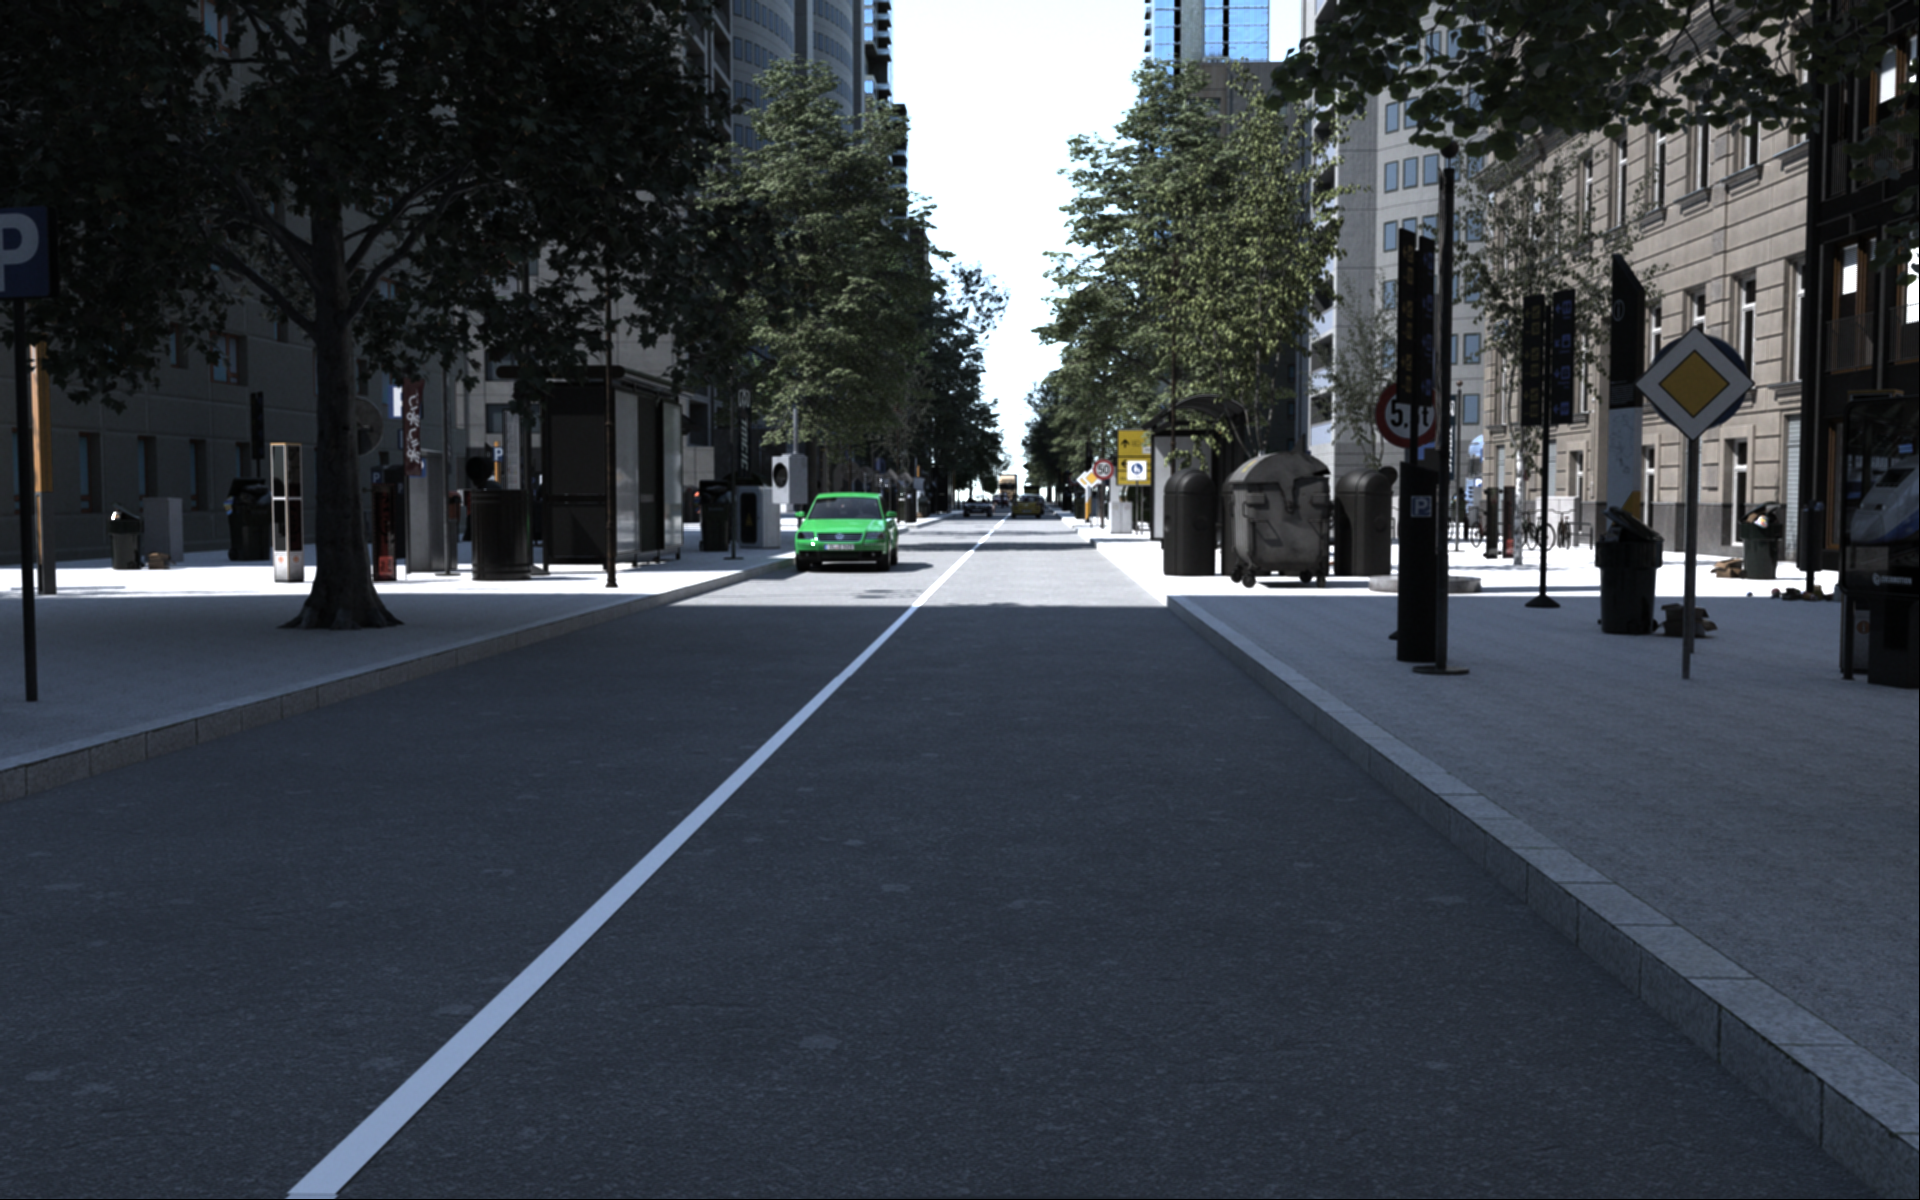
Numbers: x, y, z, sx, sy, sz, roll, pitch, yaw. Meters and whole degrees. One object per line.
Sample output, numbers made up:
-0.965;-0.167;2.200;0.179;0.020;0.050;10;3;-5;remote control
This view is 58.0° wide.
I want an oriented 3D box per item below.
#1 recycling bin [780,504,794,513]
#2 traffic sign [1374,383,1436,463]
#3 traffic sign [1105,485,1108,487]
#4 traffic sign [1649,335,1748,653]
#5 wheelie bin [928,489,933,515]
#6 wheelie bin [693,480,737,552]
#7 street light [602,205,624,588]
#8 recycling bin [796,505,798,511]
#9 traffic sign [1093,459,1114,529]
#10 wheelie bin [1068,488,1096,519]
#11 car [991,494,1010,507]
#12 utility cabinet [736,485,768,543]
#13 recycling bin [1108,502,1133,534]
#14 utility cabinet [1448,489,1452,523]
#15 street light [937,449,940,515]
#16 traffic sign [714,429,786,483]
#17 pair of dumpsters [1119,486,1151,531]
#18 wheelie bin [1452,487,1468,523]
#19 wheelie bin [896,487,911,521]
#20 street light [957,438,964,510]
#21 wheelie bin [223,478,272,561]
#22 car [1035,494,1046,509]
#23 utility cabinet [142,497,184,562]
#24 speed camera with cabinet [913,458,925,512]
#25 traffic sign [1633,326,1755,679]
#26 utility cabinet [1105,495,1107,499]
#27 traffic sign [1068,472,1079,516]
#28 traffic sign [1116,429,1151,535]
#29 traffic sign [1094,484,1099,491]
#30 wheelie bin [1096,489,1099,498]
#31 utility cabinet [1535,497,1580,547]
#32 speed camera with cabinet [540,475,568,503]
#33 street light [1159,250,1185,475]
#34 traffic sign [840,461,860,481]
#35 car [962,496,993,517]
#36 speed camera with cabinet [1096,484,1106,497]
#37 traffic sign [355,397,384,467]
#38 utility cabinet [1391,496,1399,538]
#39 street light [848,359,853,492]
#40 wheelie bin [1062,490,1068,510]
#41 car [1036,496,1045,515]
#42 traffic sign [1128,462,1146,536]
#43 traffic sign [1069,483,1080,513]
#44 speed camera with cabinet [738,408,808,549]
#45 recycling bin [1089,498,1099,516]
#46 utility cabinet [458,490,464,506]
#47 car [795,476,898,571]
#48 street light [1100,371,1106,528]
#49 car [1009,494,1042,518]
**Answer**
-11.951;-6.527;119.275;0.722;1.027;0.722;3;5;39;recycling bin
4.995;-1.176;19.328;0.768;2.556;0.104;0;4;4;traffic sign
10.740;-7.512;122.819;0.884;2.594;0.081;0;4;7;traffic sign
5.886;-0.844;13.912;0.768;2.556;0.104;1;4;10;traffic sign
-2.137;-6.014;106.243;0.980;1.594;0.693;1;4;11;wheelie bin
-5.478;-1.892;38.841;0.980;1.594;0.693;-1;4;-13;wheelie bin
-4.787;-3.109;23.625;0.468;5.910;1.993;0;4;2;street light
-11.724;-7.096;128.566;0.722;1.027;0.722;-2;4;-26;recycling bin
5.193;-3.827;62.684;0.768;2.556;0.104;1;4;9;traffic sign
6.227;-4.905;88.110;0.980;1.594;0.693;1;4;22;wheelie bin
4.662;-11.512;197.254;2.155;1.783;4.494;0;4;3;car
-5.336;-2.194;44.545;0.318;1.500;1.173;-3;4;-37;utility cabinet
5.148;-2.633;55.596;0.722;1.027;0.722;0;4;1;recycling bin
21.389;-4.137;76.325;0.318;1.500;1.173;2;4;25;utility cabinet
-1.362;-8.302;108.523;0.468;5.910;1.993;0;4;2;street light
-6.537;-3.674;53.935;2.265;3.308;0.079;0;4;4;traffic sign
6.551;-3.607;61.469;1.574;2.255;4.437;0;4;2;pair of dumpsters
22.466;-4.265;77.645;0.693;1.594;0.980;2;4;27;wheelie bin
-2.596;-4.550;82.297;0.980;1.594;0.693;2;4;32;wheelie bin
-0.073;-10.269;140.693;0.468;5.910;1.993;0;4;2;street light
-13.669;-1.562;33.442;0.693;1.594;0.980;3;4;38;wheelie bin
7.409;-9.578;168.599;2.014;1.417;4.499;0;4;2;car
-15.140;-1.331;32.918;1.020;1.237;0.306;3;5;40;utility cabinet
-2.273;-6.058;93.384;0.660;3.252;2.038;0;4;6;speed camera with cabinet
5.049;-0.660;11.984;0.795;2.450;0.064;1;4;8;traffic sign
12.364;-8.204;145.303;0.306;1.237;1.020;-1;4;-14;utility cabinet
6.777;-6.238;102.101;0.768;2.556;0.104;1;4;9;traffic sign
6.001;-3.675;53.957;2.265;3.308;0.079;0;4;3;traffic sign
9.585;-7.500;122.726;0.768;2.556;0.104;0;4;8;traffic sign
9.301;-6.641;116.483;0.693;1.594;0.980;1;4;16;wheelie bin
14.612;-1.910;42.383;0.306;1.237;1.020;-3;5;-43;utility cabinet
-19.287;-5.375;82.225;0.660;3.252;2.038;-3;4;-36;speed camera with cabinet
4.058;-3.677;32.907;0.468;5.910;1.993;0;4;2;street light
-4.234;-4.075;66.730;0.768;2.556;0.104;0;4;6;traffic sign
1.135;-5.870;108.554;1.945;1.354;3.894;0;4;3;car
9.610;-8.067;126.237;2.038;3.252;0.660;1;4;9;speed camera with cabinet
-7.961;-1.390;22.834;0.768;2.556;0.104;1;4;10;traffic sign
13.114;-2.444;51.128;1.020;1.237;0.306;-3;5;-43;utility cabinet
-3.545;-5.077;55.797;0.468;5.910;1.993;0;4;2;street light
8.430;-7.823;135.808;0.980;1.594;0.693;3;5;42;wheelie bin
5.059;-6.722;122.483;1.945;1.354;3.894;0;4;1;car
5.465;-3.141;53.490;0.606;2.300;0.079;1;4;12;traffic sign
7.599;-7.060;115.431;0.884;2.594;0.081;1;4;10;traffic sign
-4.392;-2.822;40.476;0.660;3.252;2.038;-3;5;-42;speed camera with cabinet
7.899;-5.532;103.006;0.722;1.027;0.722;2;4;23;recycling bin
-24.339;-4.736;86.108;1.173;1.500;0.318;-2;4;-25;utility cabinet
-2.164;-1.522;33.689;1.959;1.807;4.718;0;4;1;car
5.365;-5.647;65.109;0.468;5.910;1.993;0;4;2;street light
3.935;-5.703;103.463;2.015;1.641;3.980;0;4;1;car
